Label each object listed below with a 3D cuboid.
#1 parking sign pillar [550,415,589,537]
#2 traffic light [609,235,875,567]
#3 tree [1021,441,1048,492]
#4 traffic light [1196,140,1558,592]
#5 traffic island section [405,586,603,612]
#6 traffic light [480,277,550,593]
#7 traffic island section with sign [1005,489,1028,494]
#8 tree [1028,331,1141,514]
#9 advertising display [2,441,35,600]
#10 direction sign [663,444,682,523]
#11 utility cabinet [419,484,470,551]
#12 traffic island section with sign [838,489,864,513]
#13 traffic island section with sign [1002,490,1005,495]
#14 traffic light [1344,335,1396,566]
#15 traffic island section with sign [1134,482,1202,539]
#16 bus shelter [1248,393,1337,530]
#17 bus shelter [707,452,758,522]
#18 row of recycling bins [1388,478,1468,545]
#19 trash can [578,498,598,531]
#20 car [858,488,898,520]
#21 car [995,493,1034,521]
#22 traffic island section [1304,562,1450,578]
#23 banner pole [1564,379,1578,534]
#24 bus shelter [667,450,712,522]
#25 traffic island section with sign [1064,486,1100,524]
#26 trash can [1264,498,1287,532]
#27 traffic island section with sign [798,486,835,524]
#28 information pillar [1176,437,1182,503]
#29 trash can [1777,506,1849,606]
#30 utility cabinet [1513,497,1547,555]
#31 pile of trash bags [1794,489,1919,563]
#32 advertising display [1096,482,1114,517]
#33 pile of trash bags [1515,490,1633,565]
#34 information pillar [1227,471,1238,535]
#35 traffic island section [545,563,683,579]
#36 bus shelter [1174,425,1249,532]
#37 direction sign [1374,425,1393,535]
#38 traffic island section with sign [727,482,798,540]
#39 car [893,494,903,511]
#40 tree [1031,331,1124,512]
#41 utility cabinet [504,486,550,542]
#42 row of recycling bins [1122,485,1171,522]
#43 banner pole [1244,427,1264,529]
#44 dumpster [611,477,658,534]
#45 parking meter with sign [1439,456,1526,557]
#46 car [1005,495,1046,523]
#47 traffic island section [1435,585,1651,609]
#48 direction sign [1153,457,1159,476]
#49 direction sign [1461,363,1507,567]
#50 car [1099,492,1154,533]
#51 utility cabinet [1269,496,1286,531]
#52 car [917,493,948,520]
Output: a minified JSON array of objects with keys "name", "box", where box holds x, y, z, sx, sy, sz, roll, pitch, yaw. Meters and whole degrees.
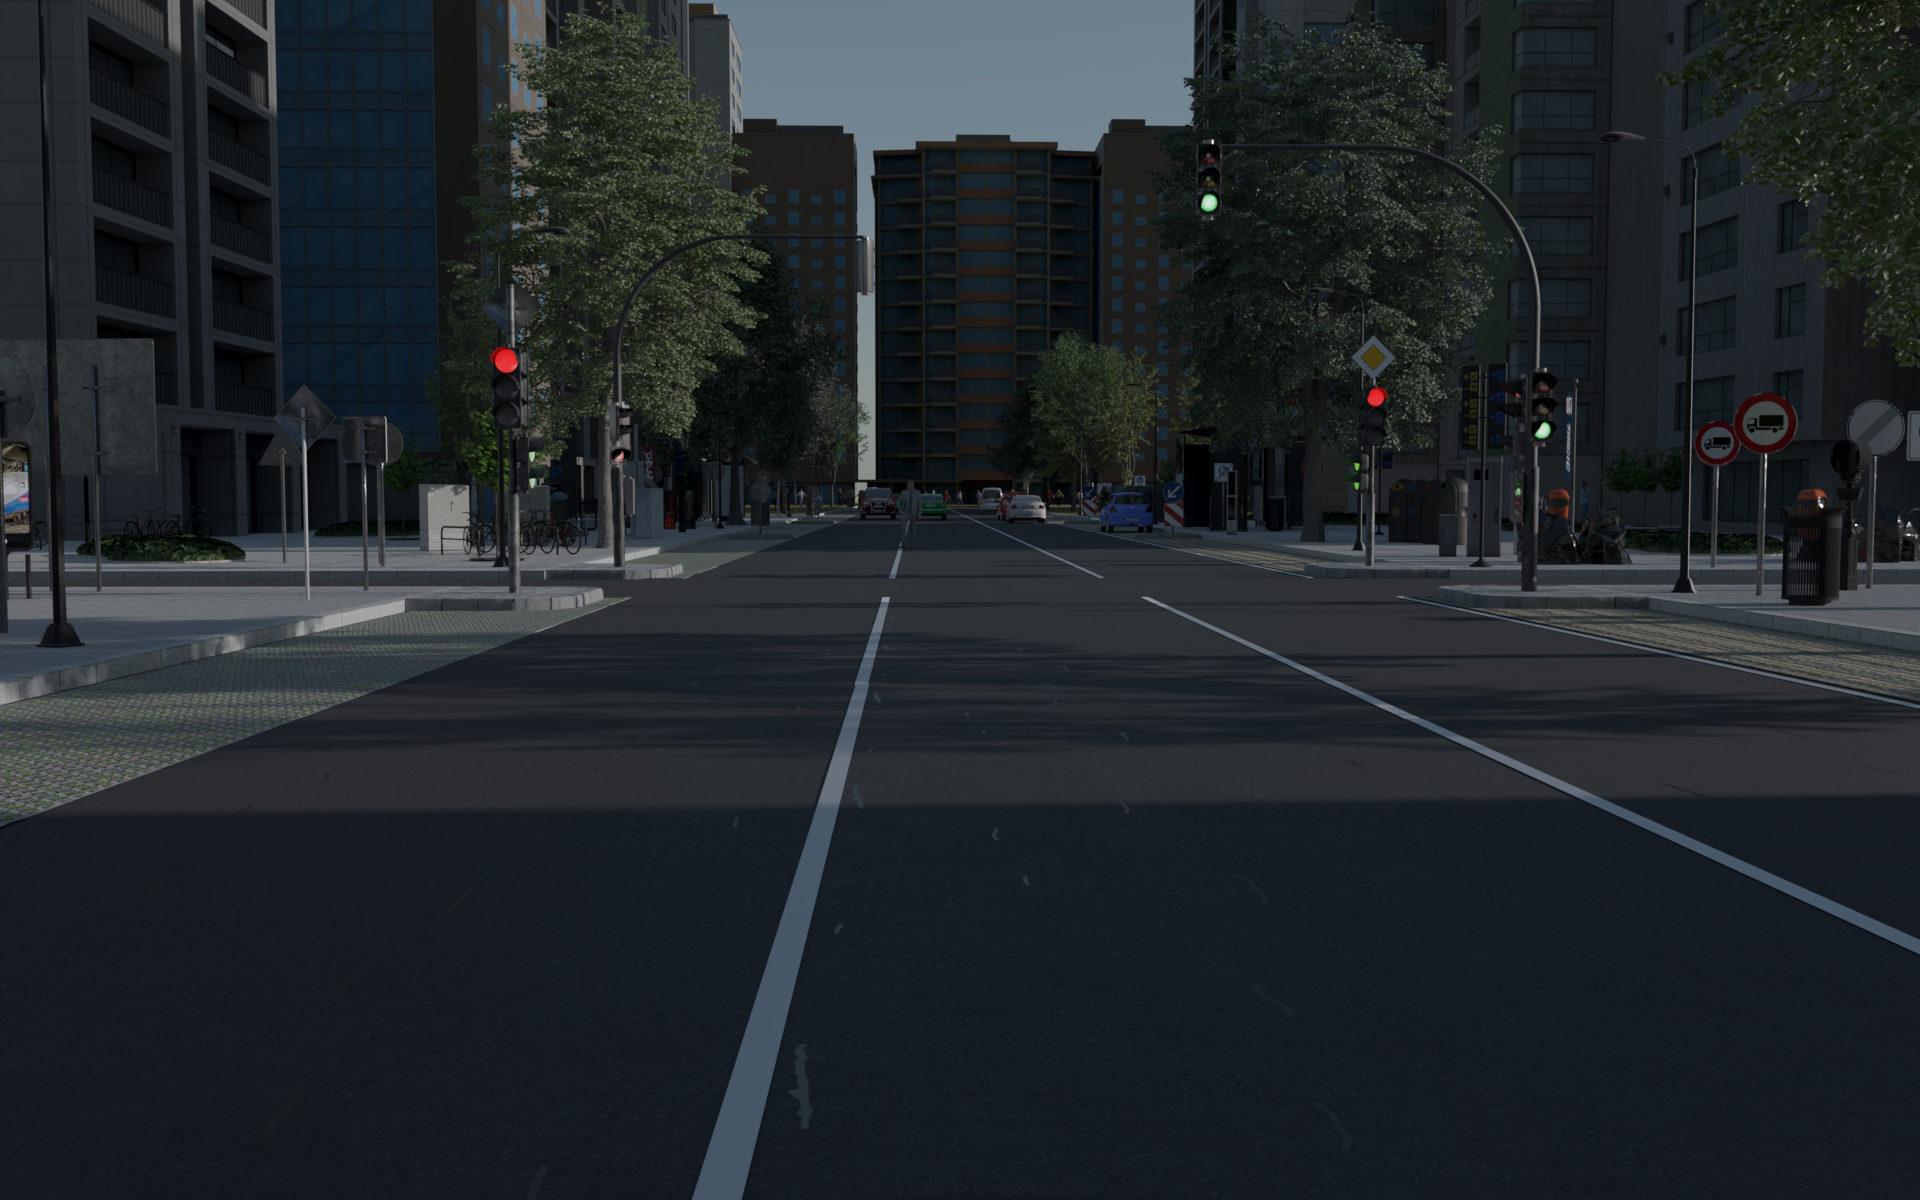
[{"name":"parking sign pillar","box":[-11.940,-3.898,52.200,1.447,3.967,1.447,0,4,5]},{"name":"traffic light","box":[-3.888,-3.414,30.485,4.771,5.953,1.251,0,4,-1]},{"name":"tree","box":[6.731,-13.318,168.110,4.737,8.622,4.395,0,3,0]},{"name":"traffic light","box":[5.392,-2.930,22.571,4.771,5.953,1.251,0,4,-1]},{"name":"traffic island section","box":[-5.816,-0.016,22.549,2.009,0.180,2.903,0,4,-1]},{"name":"traffic light","box":[-5.775,-2.049,22.415,0.839,4.253,0.868,0,4,-1]},{"name":"traffic island section with sign","box":[4.734,-7.624,133.285,1.989,1.847,2.006,0,4,-1]},{"name":"tree","box":[7.986,-11.357,111.448,9.928,11.665,9.643,0,3,0]},{"name":"advertising display","box":[-11.695,-0.956,20.853,0.123,1.923,0.974,3,5,45]},{"name":"direction sign","box":[-12.928,-5.257,77.941,0.876,3.537,0.379,-2,4,-29]},{"name":"utility cabinet","box":[-11.649,-1.865,39.177,0.318,1.500,1.173,2,4,33]},{"name":"traffic island section with sign","box":[-8.257,-7.562,132.266,1.989,1.847,2.006,0,4,-1]},{"name":"traffic island section with sign","box":[4.048,-9.307,160.795,1.989,1.847,2.006,0,4,-1]},{"name":"traffic light","box":[7.280,-2.558,30.747,0.839,4.253,0.868,0,4,-1]},{"name":"traffic island section with sign","box":[6.685,-2.897,55.998,1.989,1.847,2.006,0,4,-1]},{"name":"bus shelter","box":[12.320,-5.393,65.805,2.179,5.291,8.768,0,4,-2]},{"name":"bus shelter","box":[-10.883,-5.467,83.304,2.014,3.302,5.546,0,4,-1]},{"name":"row of recycling bins","box":[12.235,-2.323,45.091,1.069,1.692,3.534,-1,4,-12]},{"name":"trash can","box":[-12.938,-2.979,60.356,0.748,1.137,0.748,0,3,0]},{"name":"car","box":[-4.682,-5.525,99.006,2.281,1.827,5.304,0,4,-3]},{"name":"car","box":[2.981,-5.162,93.444,2.155,1.783,4.494,0,4,-3]},{"name":"traffic island section","box":[7.320,-0.525,30.862,2.009,0.180,2.903,0,4,-1]},{"name":"banner pole","box":[13.199,-2.902,37.467,0.401,3.779,0.863,2,4,35]},{"name":"bus shelter","box":[-13.214,-6.503,83.959,2.179,5.291,8.768,0,4,-2]},{"name":"traffic island section with sign","box":[6.011,-4.545,82.945,1.989,1.847,2.006,0,4,-1]},{"name":"trash can","box":[10.778,-2.907,59.188,0.748,1.137,0.748,0,3,0]},{"name":"traffic island section with sign","box":[-7.006,-4.541,82.880,1.989,1.847,2.006,0,4,-1]},{"name":"information pillar","box":[8.895,-4.834,70.391,0.183,3.616,0.504,-1,4,-14]},{"name":"trash can","box":[9.858,-0.514,20.057,0.748,1.137,0.748,0,3,0]},{"name":"utility cabinet","box":[12.228,-1.551,36.521,1.020,1.237,0.306,0,4,3]},{"name":"pile of trash bags","box":[16.763,-1.408,32.776,3.447,1.369,1.912,-3,5,-40]},{"name":"advertising display","box":[7.925,-5.473,94.689,0.974,1.923,0.123,2,4,28]},{"name":"pile of trash bags","box":[11.533,-1.415,32.892,1.912,1.369,3.447,1,4,10]},{"name":"information pillar","box":[8.546,-3.051,54.373,0.304,2.012,0.304,1,4,17]},{"name":"traffic island section","box":[-6.017,-0.505,30.531,2.009,0.180,2.903,0,4,-1]},{"name":"bus shelter","box":[8.937,-4.315,61.833,1.731,3.624,6.357,0,4,-1]},{"name":"direction sign","box":[13.074,-3.788,53.938,0.876,3.537,0.379,-1,4,-19]},{"name":"traffic island section with sign","box":[-6.317,-2.844,55.135,1.989,1.847,2.006,0,4,-1]},{"name":"car","box":[-5.052,-7.271,127.681,1.959,1.807,4.718,0,4,-2]},{"name":"tree","box":[8.285,-12.399,120.858,7.486,12.596,7.792,0,3,0]},{"name":"utility cabinet","box":[-11.407,-2.256,45.557,1.173,1.500,0.318,0,4,4]},{"name":"row of recycling bins","box":[8.811,-4.596,82.265,1.069,1.692,3.534,-2,4,-26]},{"name":"banner pole","box":[10.754,-4.518,63.882,0.863,3.779,0.401,0,4,5]},{"name":"dumpster","box":[-10.244,-2.988,54.606,1.264,1.857,1.865,0,4,-2]},{"name":"parking meter with sign","box":[10.704,-2.392,35.377,1.738,3.016,0.543,1,4,17]},{"name":"car","box":[3.278,-4.527,86.386,2.083,1.381,4.827,0,4,0]},{"name":"traffic island section","box":[7.522,-0.037,22.879,2.009,0.180,2.903,0,4,-1]},{"name":"direction sign","box":[11.966,-6.960,105.790,0.379,3.537,0.876,2,4,28]},{"name":"direction sign","box":[9.168,-2.347,30.370,0.379,3.537,0.876,-3,5,-40]},{"name":"car","box":[6.199,-3.379,64.840,1.945,1.707,3.694,0,4,-2]},{"name":"utility cabinet","box":[11.097,-3.022,60.566,0.306,1.237,1.020,2,4,28]},{"name":"car","box":[-1.633,-5.343,96.152,1.959,1.807,4.718,0,4,-1]}]
